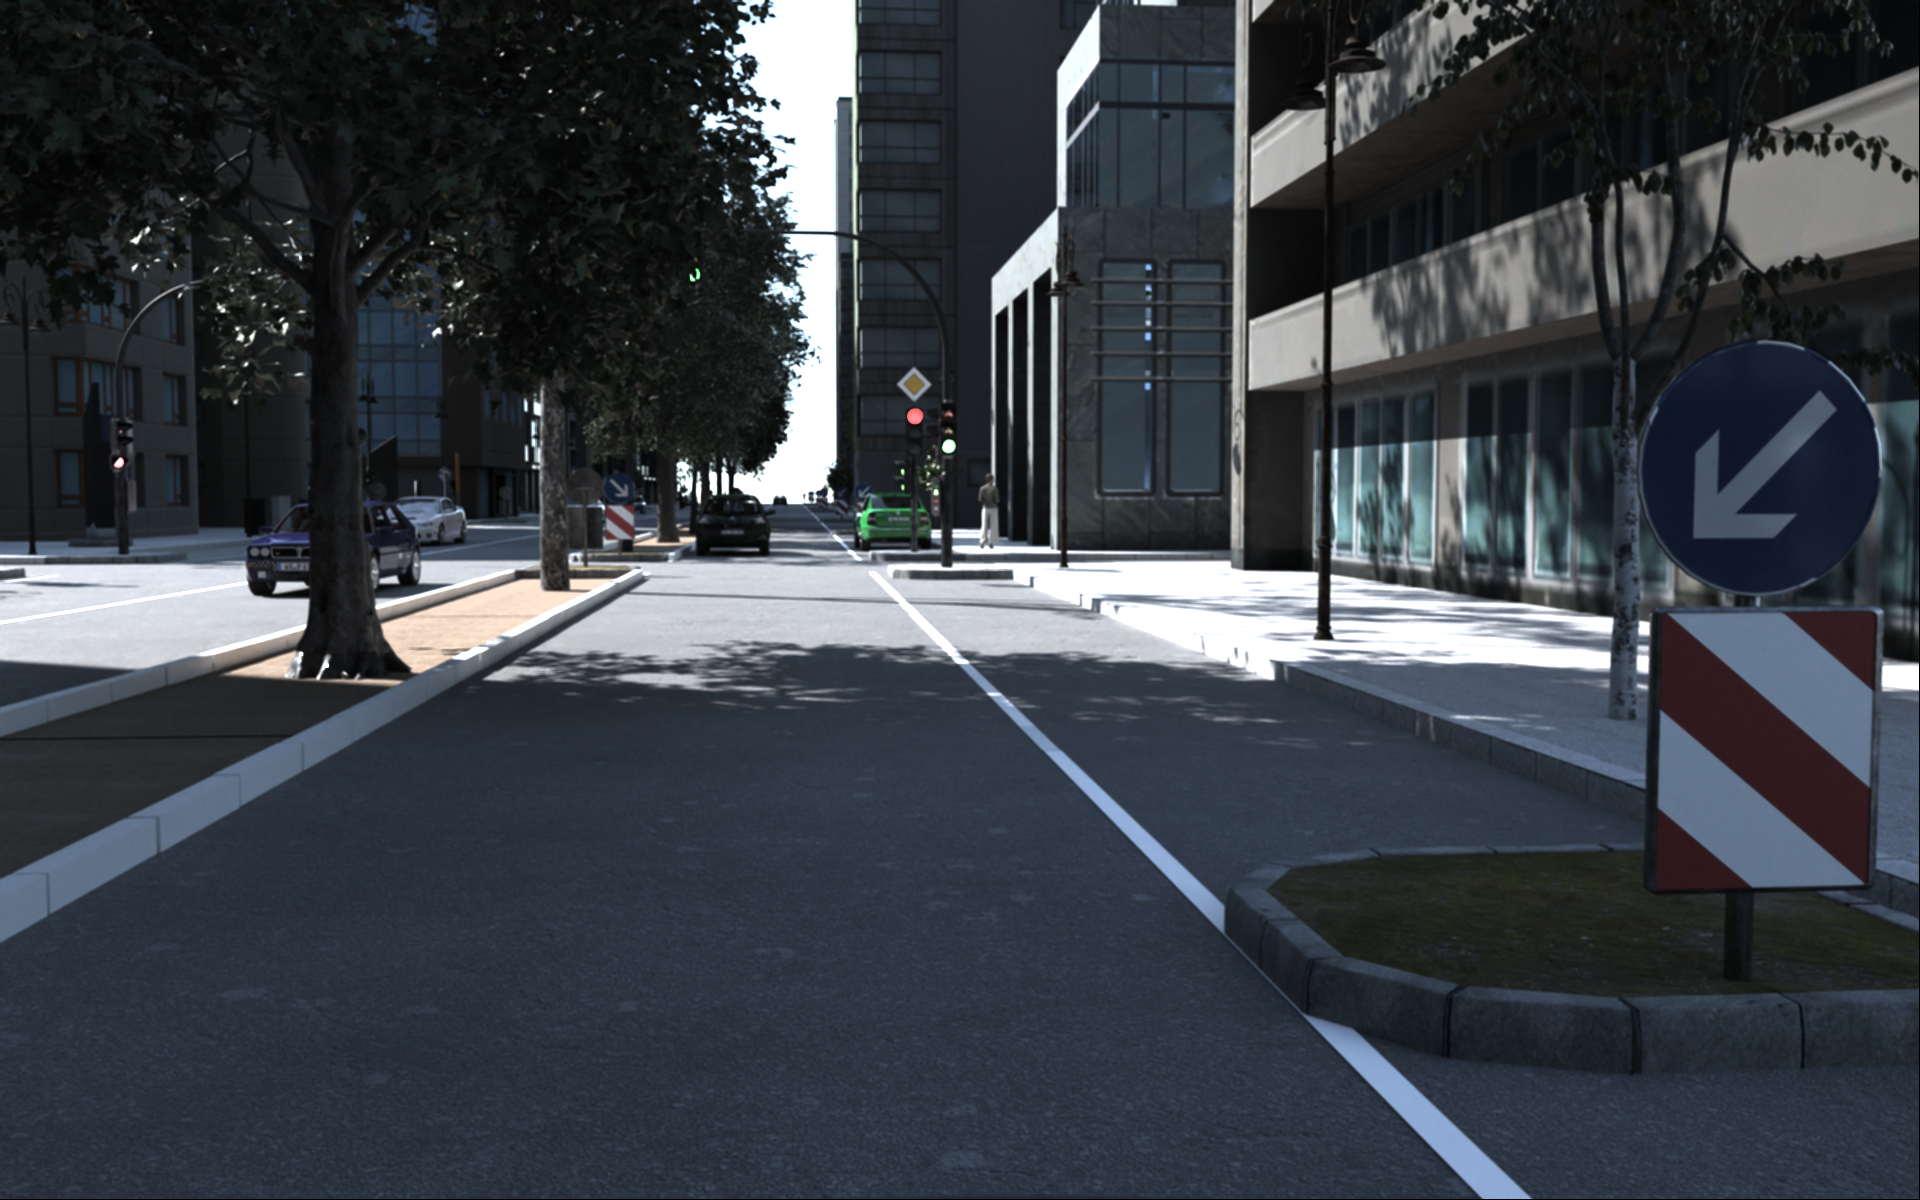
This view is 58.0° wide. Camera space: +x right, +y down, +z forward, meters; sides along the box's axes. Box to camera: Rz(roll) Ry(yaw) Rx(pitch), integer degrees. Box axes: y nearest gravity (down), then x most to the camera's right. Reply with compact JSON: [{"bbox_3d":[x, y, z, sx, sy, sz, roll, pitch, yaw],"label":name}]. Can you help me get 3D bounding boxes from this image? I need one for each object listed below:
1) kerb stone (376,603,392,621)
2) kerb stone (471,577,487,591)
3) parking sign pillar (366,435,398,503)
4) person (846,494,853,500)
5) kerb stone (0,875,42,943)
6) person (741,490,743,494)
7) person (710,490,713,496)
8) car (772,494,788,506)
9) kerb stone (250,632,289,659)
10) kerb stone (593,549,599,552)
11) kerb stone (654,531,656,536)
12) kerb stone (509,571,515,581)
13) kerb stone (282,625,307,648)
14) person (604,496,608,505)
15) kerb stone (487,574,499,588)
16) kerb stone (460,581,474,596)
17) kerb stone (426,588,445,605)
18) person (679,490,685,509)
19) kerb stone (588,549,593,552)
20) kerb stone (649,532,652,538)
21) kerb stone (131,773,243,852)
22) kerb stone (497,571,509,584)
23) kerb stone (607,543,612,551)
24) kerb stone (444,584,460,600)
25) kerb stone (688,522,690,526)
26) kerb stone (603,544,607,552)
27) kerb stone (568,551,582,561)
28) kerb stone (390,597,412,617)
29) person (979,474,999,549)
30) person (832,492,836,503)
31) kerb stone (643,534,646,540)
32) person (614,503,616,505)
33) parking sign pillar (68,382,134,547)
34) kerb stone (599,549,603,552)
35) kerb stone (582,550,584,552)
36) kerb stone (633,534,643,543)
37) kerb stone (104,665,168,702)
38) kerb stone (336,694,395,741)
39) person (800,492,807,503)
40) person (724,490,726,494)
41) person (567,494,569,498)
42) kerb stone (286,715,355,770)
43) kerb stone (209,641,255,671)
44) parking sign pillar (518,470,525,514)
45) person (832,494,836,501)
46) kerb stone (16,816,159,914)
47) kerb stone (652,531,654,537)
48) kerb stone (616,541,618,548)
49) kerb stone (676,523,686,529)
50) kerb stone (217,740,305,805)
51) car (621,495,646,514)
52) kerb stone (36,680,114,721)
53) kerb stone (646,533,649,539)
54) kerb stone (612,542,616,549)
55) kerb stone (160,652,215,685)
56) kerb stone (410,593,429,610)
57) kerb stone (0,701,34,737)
[{"bbox_3d":[-6.590,0.167,19.463,0.120,0.150,1.000,0,4,-6],"label":"kerb stone"},{"bbox_3d":[-7.181,-0.208,25.592,0.120,0.150,1.000,0,4,-6],"label":"kerb stone"},{"bbox_3d":[-26.243,-5.517,78.675,1.447,3.967,1.447,-2,4,-32],"label":"parking sign pillar"},{"bbox_3d":[-12.890,-11.743,198.562,1.217,1.766,0.721,-1,4,-14],"label":"person"},{"bbox_3d":[-3.109,1.034,5.374,0.120,0.150,1.000,0,4,-6],"label":"kerb stone"},{"bbox_3d":[-15.209,-6.769,120.119,0.756,1.711,0.436,-1,4,-10],"label":"person"},{"bbox_3d":[-18.622,-7.426,130.620,0.721,1.736,1.217,1,4,13],"label":"person"},{"bbox_3d":[-21.580,-12.107,207.730,2.009,1.686,4.222,0,4,-6],"label":"car"},{"bbox_3d":[-6.192,0.421,15.387,0.120,0.150,1.000,0,4,-6],"label":"kerb stone"},{"bbox_3d":[-8.612,-1.111,40.416,0.120,0.150,1.000,0,4,-6],"label":"kerb stone"},{"bbox_3d":[-10.308,-2.175,57.760,0.120,0.150,1.000,0,4,-6],"label":"kerb stone"},{"bbox_3d":[-7.474,-0.389,28.648,0.120,0.150,1.000,0,4,-6],"label":"kerb stone"},{"bbox_3d":[-6.287,0.354,16.405,0.120,0.150,1.000,0,4,-6],"label":"kerb stone"},{"bbox_3d":[-30.545,-8.724,149.400,0.721,1.743,1.217,0,4,-2],"label":"person"},{"bbox_3d":[-7.276,-0.264,26.610,0.120,0.150,1.000,0,4,-6],"label":"kerb stone"},{"bbox_3d":[-7.083,-0.139,24.575,0.120,0.150,1.000,0,4,-6],"label":"kerb stone"},{"bbox_3d":[-6.887,-0.020,22.523,0.120,0.150,1.000,0,4,-6],"label":"kerb stone"},{"bbox_3d":[-26.471,-9.535,164.532,0.705,1.807,1.348,1,4,11],"label":"person"},{"bbox_3d":[-8.518,-1.052,39.392,0.120,0.150,1.000,0,4,-6],"label":"kerb stone"},{"bbox_3d":[-10.096,-2.045,55.716,0.120,0.150,1.000,0,4,-6],"label":"kerb stone"},{"bbox_3d":[-3.303,0.907,7.410,0.120,0.150,1.000,0,4,-6],"label":"kerb stone"},{"bbox_3d":[-7.381,-0.332,27.629,0.120,0.150,1.000,0,4,-6],"label":"kerb stone"},{"bbox_3d":[-8.916,-1.295,43.477,0.120,0.150,1.000,0,4,-6],"label":"kerb stone"},{"bbox_3d":[-6.986,-0.083,23.551,0.120,0.150,1.000,0,4,-6],"label":"kerb stone"},{"bbox_3d":[-12.077,-3.300,76.144,0.120,0.150,1.000,0,4,-6],"label":"kerb stone"},{"bbox_3d":[-8.817,-1.239,42.449,0.120,0.150,1.000,0,4,-6],"label":"kerb stone"},{"bbox_3d":[-8.320,-0.919,37.358,0.120,0.150,1.000,0,4,-6],"label":"kerb stone"},{"bbox_3d":[-6.685,0.105,20.483,0.120,0.150,1.000,0,4,-6],"label":"kerb stone"},{"bbox_3d":[0.716,-2.079,40.587,0.519,1.759,0.362,2,4,25],"label":"person"},{"bbox_3d":[-17.232,-14.102,236.689,0.705,1.814,1.350,1,4,18],"label":"person"},{"bbox_3d":[-9.900,-1.922,53.677,0.120,0.150,1.000,0,4,-6],"label":"kerb stone"},{"bbox_3d":[-26.582,-7.639,133.379,0.705,1.826,1.348,0,4,-7],"label":"person"},{"bbox_3d":[-21.149,-3.306,42.526,1.447,3.967,1.447,-3,4,-37],"label":"parking sign pillar"},{"bbox_3d":[-8.723,-1.171,41.432,0.120,0.150,1.000,0,4,-6],"label":"kerb stone"},{"bbox_3d":[-8.418,-0.990,38.375,0.120,0.150,1.000,0,4,-6],"label":"kerb stone"},{"bbox_3d":[-9.810,-1.863,52.659,0.120,0.150,1.000,0,4,-6],"label":"kerb stone"},{"bbox_3d":[-5.903,0.605,12.334,0.120,0.150,1.000,0,4,-6],"label":"kerb stone"},{"bbox_3d":[-3.608,0.717,10.478,0.120,0.150,1.000,0,4,-6],"label":"kerb stone"},{"bbox_3d":[-24.062,-15.844,267.639,1.348,1.812,0.705,0,4,-6],"label":"person"},{"bbox_3d":[-17.593,-7.348,129.559,0.541,1.710,0.530,-1,4,-14],"label":"person"},{"bbox_3d":[-29.244,-7.586,130.093,1.348,1.821,0.705,1,4,12],"label":"person"},{"bbox_3d":[-3.505,0.781,9.457,0.120,0.150,1.000,0,4,-6],"label":"kerb stone"},{"bbox_3d":[-6.085,0.479,14.371,0.120,0.150,1.000,0,4,-6],"label":"kerb stone"},{"bbox_3d":[-28.398,-7.428,109.919,1.447,3.967,1.447,1,4,11],"label":"parking sign pillar"},{"bbox_3d":[-17.597,-14.521,244.242,1.217,1.735,0.721,-1,4,-21],"label":"person"},{"bbox_3d":[-3.211,0.973,6.393,0.120,0.150,1.000,0,4,-6],"label":"kerb stone"},{"bbox_3d":[-10.194,-2.103,56.745,0.120,0.150,1.000,0,4,-6],"label":"kerb stone"},{"bbox_3d":[-9.116,-1.427,45.521,0.120,0.150,1.000,0,4,-6],"label":"kerb stone"},{"bbox_3d":[-11.779,-3.111,73.089,0.120,0.150,1.000,0,4,-6],"label":"kerb stone"},{"bbox_3d":[-3.410,0.842,8.439,0.120,0.150,1.000,0,4,-6],"label":"kerb stone"},{"bbox_3d":[-23.722,-6.914,125.627,1.945,1.354,3.894,0,4,-7],"label":"car"},{"bbox_3d":[-5.804,0.666,11.312,0.120,0.150,1.000,0,4,-6],"label":"kerb stone"},{"bbox_3d":[-9.997,-1.988,54.694,0.120,0.150,1.000,0,4,-6],"label":"kerb stone"},{"bbox_3d":[-9.014,-1.364,44.501,0.120,0.150,1.000,0,4,-6],"label":"kerb stone"},{"bbox_3d":[-5.990,0.541,13.353,0.120,0.150,1.000,0,4,-6],"label":"kerb stone"},{"bbox_3d":[-6.789,0.043,21.500,0.120,0.150,1.000,0,4,-6],"label":"kerb stone"},{"bbox_3d":[-5.699,0.729,10.284,0.120,0.150,1.000,0,4,-6],"label":"kerb stone"}]
